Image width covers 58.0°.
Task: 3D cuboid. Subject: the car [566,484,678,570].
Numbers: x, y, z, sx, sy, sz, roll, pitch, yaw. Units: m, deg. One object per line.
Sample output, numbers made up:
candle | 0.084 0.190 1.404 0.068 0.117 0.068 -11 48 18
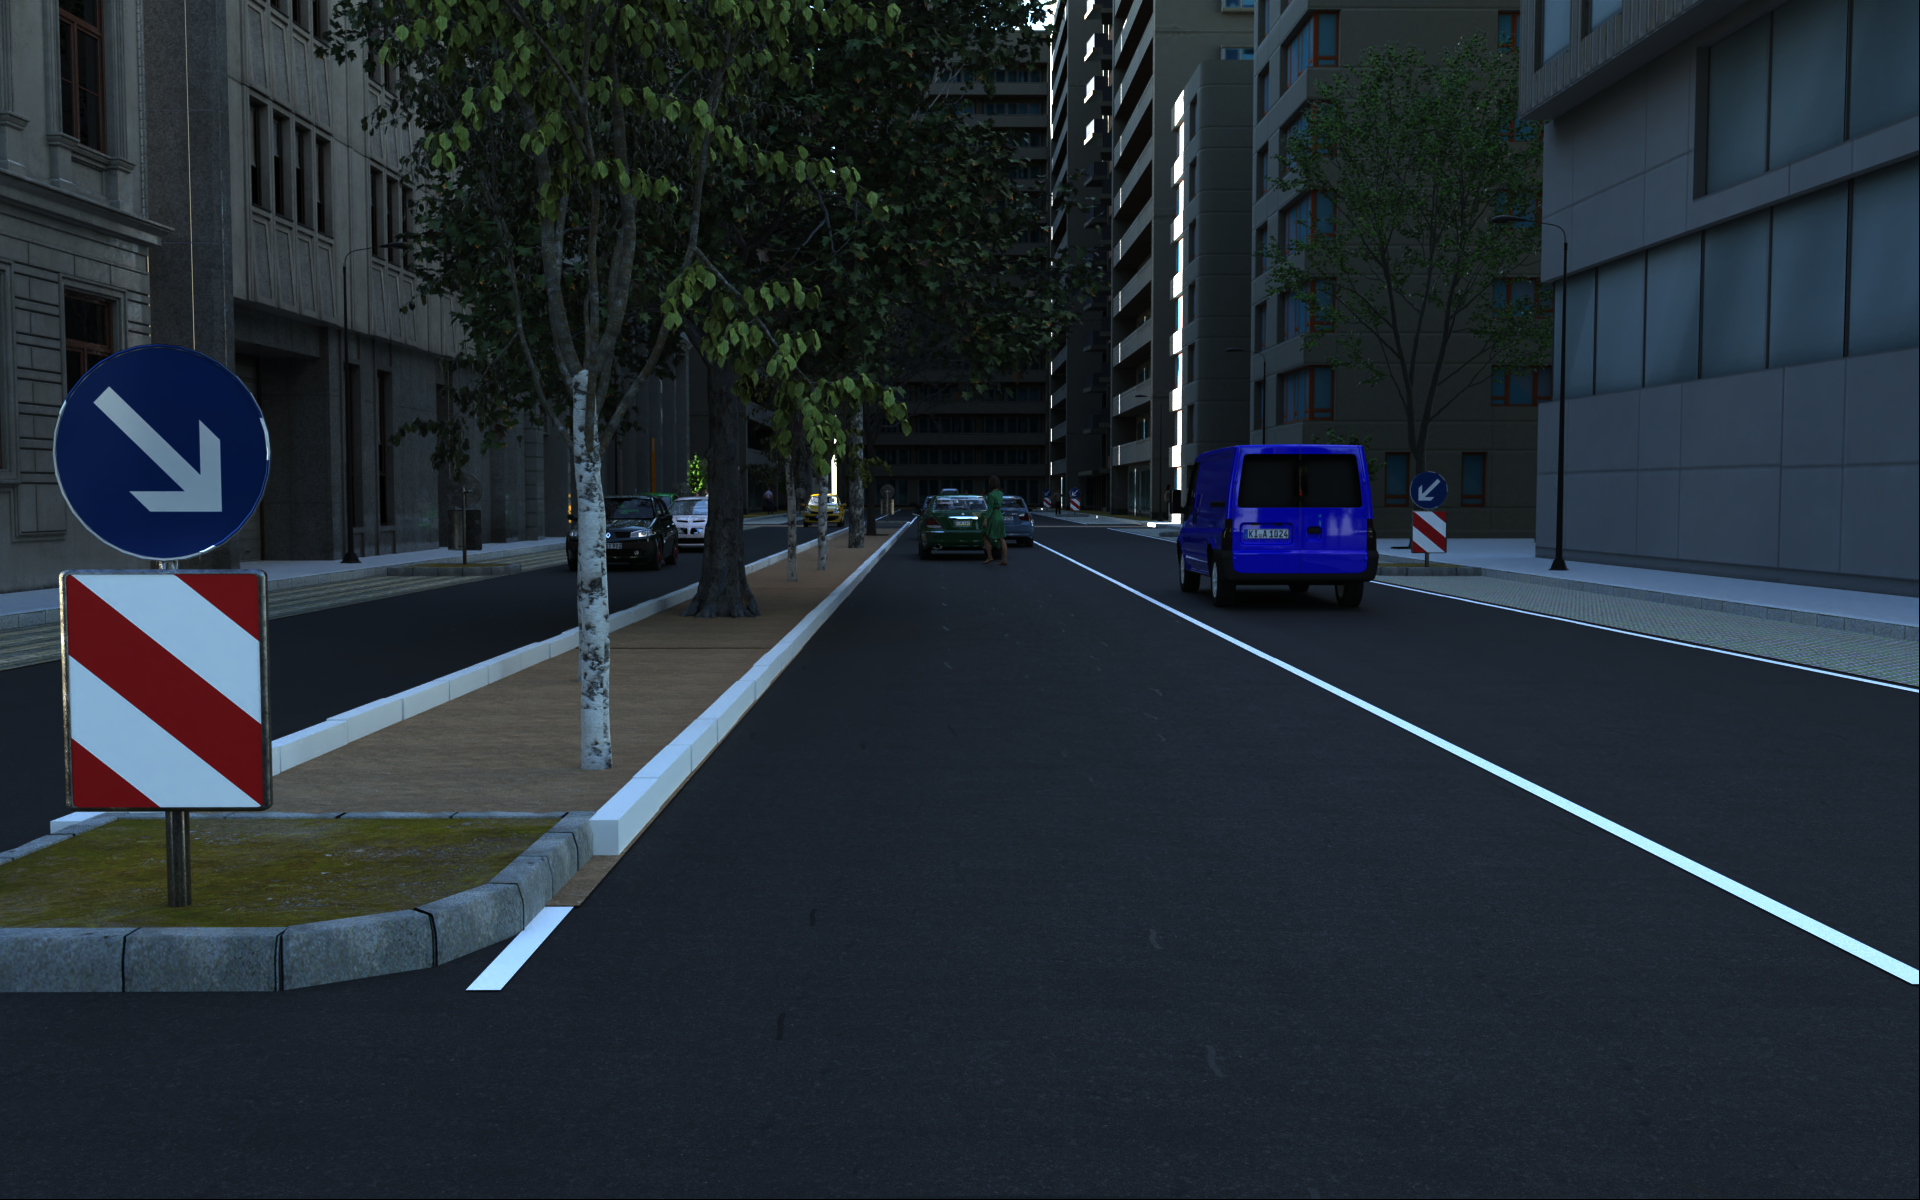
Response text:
car | -6.553 -1.470 33.820 2.009 1.686 4.222 0 4 -2

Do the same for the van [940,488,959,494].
van | -0.783 -7.628 131.725 2.013 2.044 4.112 0 4 -1

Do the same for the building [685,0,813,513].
building | -23.824 -31.943 145.976 21.600 48.544 21.300 0 4 -1

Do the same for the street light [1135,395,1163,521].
street light | 8.864 -6.639 81.096 1.470 5.913 1.316 0 4 -1

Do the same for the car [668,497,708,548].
car | -6.680 -1.963 44.453 2.083 1.381 4.827 0 4 -2

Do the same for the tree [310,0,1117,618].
tree | -2.779 -6.156 20.121 9.611 12.733 9.660 0 3 0

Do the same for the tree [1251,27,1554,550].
tree | 10.622 -6.984 39.943 9.928 11.665 9.643 0 3 0

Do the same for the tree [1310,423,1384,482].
tree | 9.960 -3.157 46.212 1.663 3.219 1.824 0 3 0

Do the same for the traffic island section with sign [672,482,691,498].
traffic island section with sign | -9.306 -3.013 57.894 1.989 1.847 2.006 0 4 -1

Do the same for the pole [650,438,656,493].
pole | -11.116 -4.215 62.752 0.158 3.312 0.155 0 3 0

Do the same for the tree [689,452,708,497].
tree | -12.078 -5.141 78.654 1.663 3.219 1.824 0 3 0

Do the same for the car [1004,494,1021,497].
car | 3.632 -6.980 123.902 2.009 1.686 4.222 0 4 -2

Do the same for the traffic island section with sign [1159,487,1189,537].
traffic island section with sign | 7.720 -3.017 57.954 1.989 1.847 2.006 0 4 -1

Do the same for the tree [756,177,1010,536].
tree | -3.019 -8.943 59.039 12.009 13.543 11.850 0 3 0

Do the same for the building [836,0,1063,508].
building | -1.488 -33.734 175.244 21.600 48.544 21.300 0 4 -1

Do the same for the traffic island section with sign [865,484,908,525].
traffic island section with sign | -3.415 -4.460 81.052 2.006 1.907 1.989 0 4 -1

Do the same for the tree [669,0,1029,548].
tree | -3.969 -11.483 46.091 12.611 20.169 13.585 0 3 0

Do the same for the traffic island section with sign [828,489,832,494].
traffic island section with sign | -10.314 -7.756 135.439 1.989 1.847 2.006 0 4 -1

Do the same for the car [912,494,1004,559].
car | -0.025 -1.690 39.436 2.131 1.459 4.920 0 4 -2

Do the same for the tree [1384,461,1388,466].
tree | 11.079 -3.326 48.979 1.663 3.219 1.824 0 3 0

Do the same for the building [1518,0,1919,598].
building | 24.112 -26.338 19.863 27.495 52.752 28.713 0 4 -1

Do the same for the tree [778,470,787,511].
tree | -13.600 -8.611 135.392 1.663 3.219 1.824 0 3 0

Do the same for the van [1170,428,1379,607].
van | 4.167 -1.178 23.647 2.240 2.365 5.245 0 4 0

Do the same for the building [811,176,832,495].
building | -19.984 -29.806 170.915 14.086 41.232 14.154 0 4 -1

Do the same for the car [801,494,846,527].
car | -6.013 -4.064 76.674 2.015 1.641 3.980 0 4 -1

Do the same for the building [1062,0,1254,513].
building | 18.942 -31.963 146.300 21.300 48.544 21.600 0 4 -1

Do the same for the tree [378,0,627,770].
tree | -1.848 -3.406 8.512 4.737 8.622 4.395 0 3 0

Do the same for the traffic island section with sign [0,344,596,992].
traffic island section with sign | -2.431 0.136 5.920 2.006 1.907 1.989 0 4 -1

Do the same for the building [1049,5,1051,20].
building | 19.655 -44.971 173.522 20.611 71.187 20.563 0 4 -1

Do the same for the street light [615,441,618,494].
street light | -11.074 -5.255 58.462 1.470 5.913 1.316 0 4 -1

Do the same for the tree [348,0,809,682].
tree | -2.841 -3.689 13.139 4.360 8.622 3.978 0 3 0

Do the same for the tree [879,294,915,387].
tree | -2.612 -4.874 32.510 4.360 8.622 3.978 0 3 0

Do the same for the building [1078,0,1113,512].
building | 20.209 -28.539 121.243 22.147 44.769 28.867 0 4 -1

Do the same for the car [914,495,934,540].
car | -0.456 -2.637 55.111 2.014 1.417 4.499 0 3 0

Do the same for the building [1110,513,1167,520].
building | 20.071 -28.851 95.417 21.300 48.544 21.600 0 4 -1

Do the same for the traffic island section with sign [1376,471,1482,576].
traffic island section with sign | 8.064 -1.368 31.001 1.989 1.847 2.006 0 4 -1

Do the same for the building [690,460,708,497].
building | -28.746 -24.510 92.615 32.217 40.220 23.993 0 4 -1

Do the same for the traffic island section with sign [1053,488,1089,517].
traffic island section with sign | 7.058 -6.130 108.850 1.989 1.847 2.006 0 4 -1

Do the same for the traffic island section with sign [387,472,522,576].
traffic island section with sign | -8.952 -1.365 30.941 1.989 1.847 2.006 0 4 -1

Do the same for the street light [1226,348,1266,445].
street light | 9.157 -5.060 55.277 1.470 5.913 1.316 0 4 -1

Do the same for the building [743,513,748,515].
building | -23.887 -30.060 115.180 21.300 48.544 21.600 0 4 -1

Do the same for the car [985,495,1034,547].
car | 1.067 -2.219 48.276 2.014 1.417 4.499 0 4 -3

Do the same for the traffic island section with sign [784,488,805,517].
traffic island section with sign | -9.949 -6.087 108.149 1.989 1.847 2.006 0 4 -1

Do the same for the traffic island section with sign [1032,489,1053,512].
traffic island section with sign | 6.703 -7.805 136.245 1.989 1.847 2.006 0 4 -1

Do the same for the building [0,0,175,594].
building | -17.180 -10.998 15.978 11.583 22.565 21.152 0 4 -1

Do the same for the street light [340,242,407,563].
street light | -10.798 -3.640 32.060 1.470 5.913 1.316 0 4 -1

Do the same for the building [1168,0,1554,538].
building | 23.498 -13.388 63.932 27.650 21.520 28.899 0 4 -1

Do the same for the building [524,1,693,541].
building | -17.197 -17.366 61.428 11.434 29.767 29.804 0 4 -1

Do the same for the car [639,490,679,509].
car | -9.433 -2.723 53.320 1.959 1.807 4.718 0 4 -1

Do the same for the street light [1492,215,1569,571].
street light | 9.562 -3.455 29.039 1.470 5.913 1.316 0 4 -1

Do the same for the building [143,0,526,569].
building | -17.778 -13.378 36.748 12.078 24.808 19.932 0 4 -1
